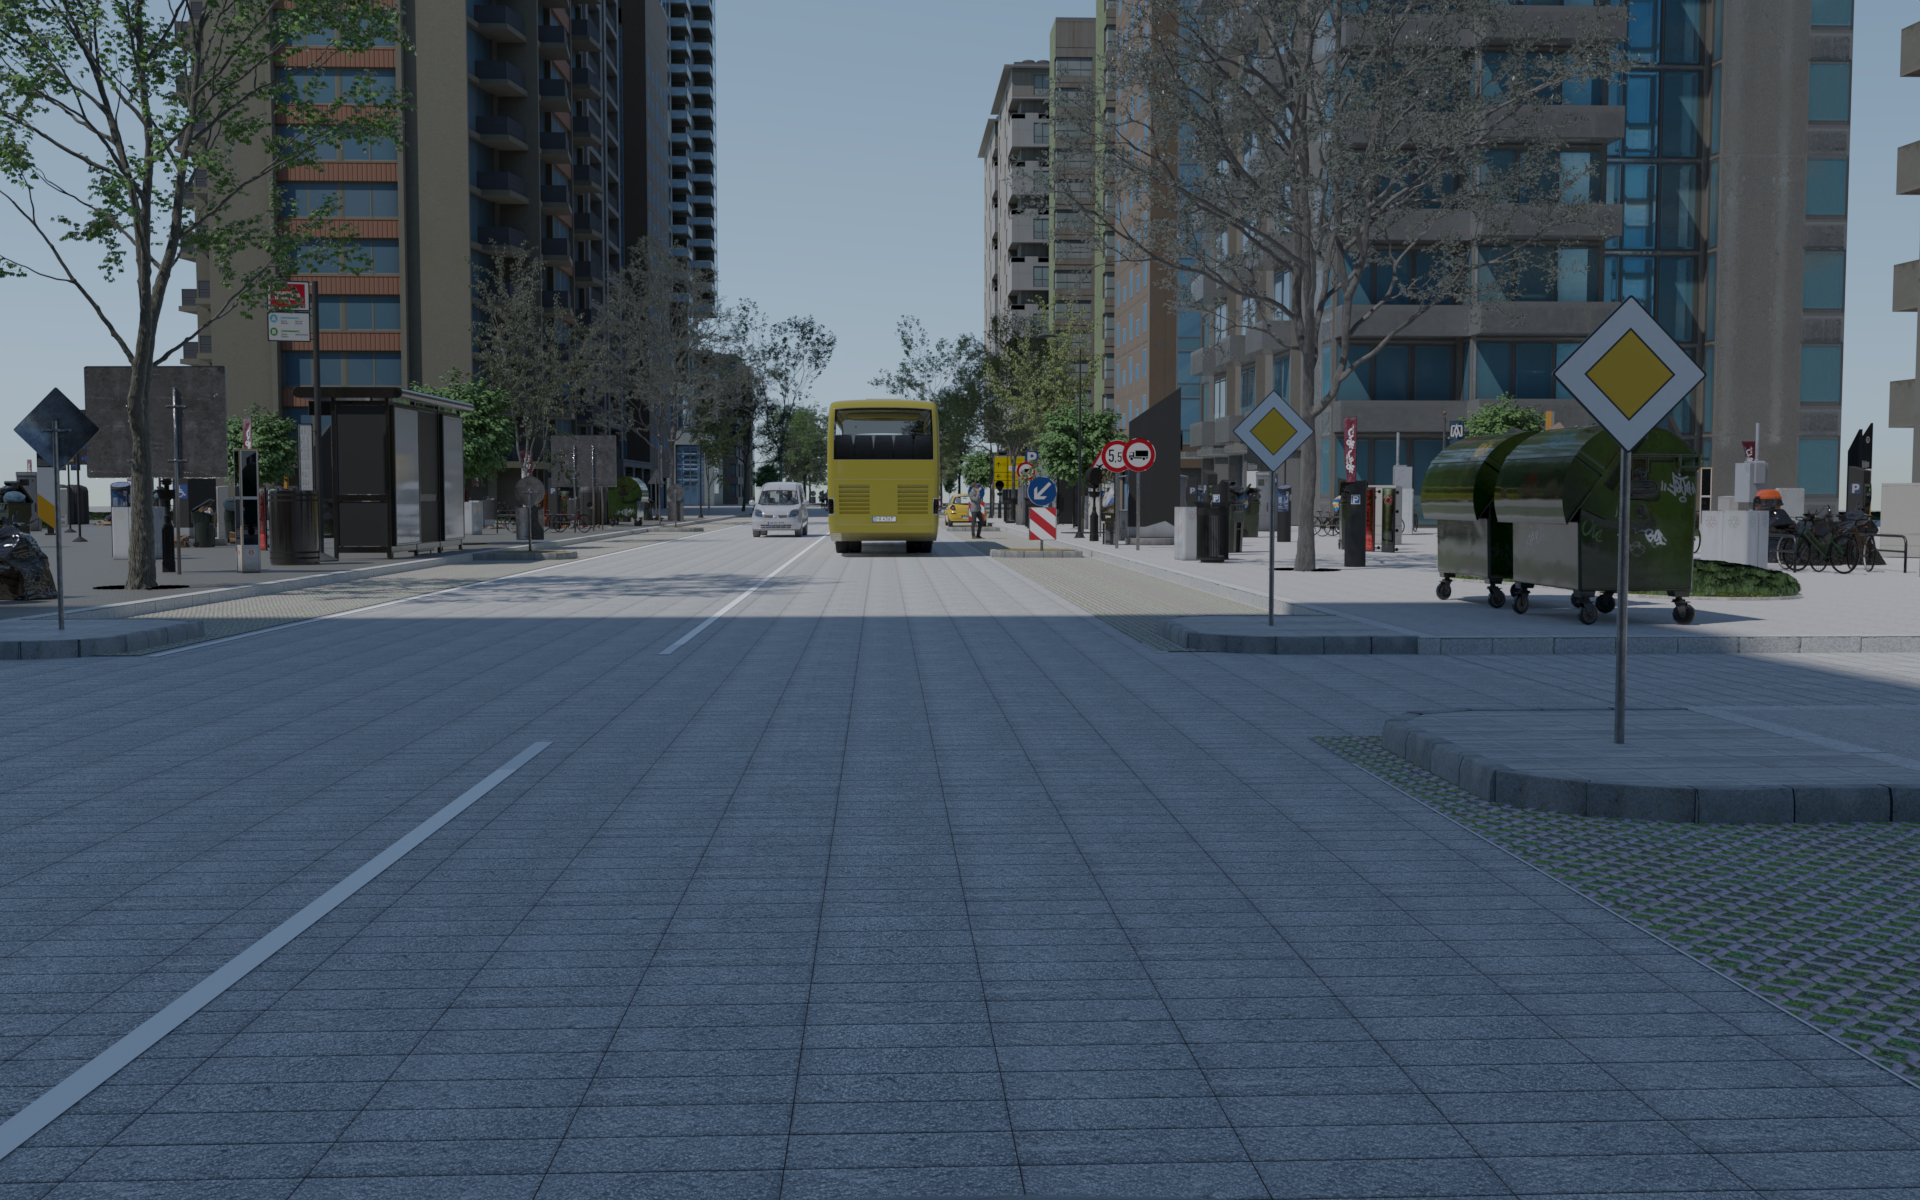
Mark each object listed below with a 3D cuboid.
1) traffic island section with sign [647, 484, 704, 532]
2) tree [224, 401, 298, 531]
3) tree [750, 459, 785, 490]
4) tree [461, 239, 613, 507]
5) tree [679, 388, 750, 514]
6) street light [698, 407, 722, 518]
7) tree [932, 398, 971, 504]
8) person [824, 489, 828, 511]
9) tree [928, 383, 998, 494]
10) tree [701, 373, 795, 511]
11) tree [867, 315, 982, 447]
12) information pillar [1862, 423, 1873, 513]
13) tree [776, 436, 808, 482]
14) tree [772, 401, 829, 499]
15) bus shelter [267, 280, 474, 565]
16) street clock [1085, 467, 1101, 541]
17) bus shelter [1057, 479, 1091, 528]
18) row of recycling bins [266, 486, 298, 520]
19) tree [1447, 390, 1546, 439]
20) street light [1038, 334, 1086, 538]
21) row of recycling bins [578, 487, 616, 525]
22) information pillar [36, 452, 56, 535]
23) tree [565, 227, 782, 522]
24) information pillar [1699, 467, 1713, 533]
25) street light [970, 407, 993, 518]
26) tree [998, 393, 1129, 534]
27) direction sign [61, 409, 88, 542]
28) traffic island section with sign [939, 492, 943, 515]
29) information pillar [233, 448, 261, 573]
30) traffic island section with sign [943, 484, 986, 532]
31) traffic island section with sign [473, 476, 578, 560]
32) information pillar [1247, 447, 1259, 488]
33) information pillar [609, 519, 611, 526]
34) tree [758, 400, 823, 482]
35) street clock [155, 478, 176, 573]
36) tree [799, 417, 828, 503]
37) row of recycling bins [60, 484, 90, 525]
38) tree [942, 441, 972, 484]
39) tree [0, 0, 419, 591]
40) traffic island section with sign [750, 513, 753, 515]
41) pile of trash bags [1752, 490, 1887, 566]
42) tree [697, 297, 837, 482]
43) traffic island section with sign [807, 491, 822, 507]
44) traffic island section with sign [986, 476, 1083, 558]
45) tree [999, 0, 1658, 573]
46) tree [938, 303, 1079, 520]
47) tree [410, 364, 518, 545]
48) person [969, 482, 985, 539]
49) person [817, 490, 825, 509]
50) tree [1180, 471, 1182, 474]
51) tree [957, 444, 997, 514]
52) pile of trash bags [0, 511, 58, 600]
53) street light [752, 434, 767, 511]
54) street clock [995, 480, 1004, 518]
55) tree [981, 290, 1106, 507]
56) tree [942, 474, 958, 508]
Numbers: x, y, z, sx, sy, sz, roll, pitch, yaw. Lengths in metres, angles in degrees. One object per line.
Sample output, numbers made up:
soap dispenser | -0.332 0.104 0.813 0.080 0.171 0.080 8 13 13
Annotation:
traffic island section with sign | -10.761 -3.488 65.652 1.989 1.847 2.006 0 4 -3
tree | -24.813 -4.743 61.263 4.285 4.588 4.351 0 3 0
tree | -17.677 -10.764 159.711 4.285 4.588 4.351 0 3 0
tree | -12.511 -6.104 50.156 4.360 8.622 3.978 0 3 0
tree | -15.601 -9.691 108.818 4.737 8.622 4.395 0 3 0
street light | -13.370 -7.355 92.800 1.470 5.913 1.316 0 4 -3
tree | -2.371 -17.451 203.453 7.486 12.596 7.792 0 3 0
person | -10.933 -8.308 144.200 0.599 1.838 0.709 -3 5 -43
tree | 0.040 -13.946 153.779 9.928 11.665 9.643 0 3 0
tree | -15.725 -11.843 128.047 7.601 10.594 8.767 0 4 7
tree | -3.902 -20.110 184.682 12.611 20.169 13.585 0 3 0
information pillar | 29.897 -4.022 57.111 0.183 3.616 0.504 0 4 -2
tree | -20.428 -16.021 212.305 4.360 8.622 3.978 0 3 0
tree | -21.385 -20.193 236.809 9.857 13.997 8.962 0 3 0
bus shelter | -12.024 -3.527 35.303 2.179 5.291 8.768 0 4 -3
street clock | 3.640 -2.591 46.937 0.471 2.002 0.358 -2 4 -30
bus shelter | 4.640 -4.724 68.520 1.731 3.624 6.357 0 4 -3
row of recycling bins | -33.757 -4.846 86.337 1.069 1.692 3.534 0 4 4
tree | 17.239 -4.367 55.114 4.285 4.588 4.351 0 3 0
street light | 2.944 -4.755 50.280 1.470 5.913 1.316 0 4 -3
row of recycling bins | -15.115 -3.992 72.375 1.069 1.692 3.534 0 4 2
information pillar | -28.470 -3.829 53.953 0.504 3.616 0.183 -2 4 -29
tree | -13.585 -10.419 80.717 12.009 13.543 11.850 0 3 0
information pillar | 20.663 -2.659 47.971 0.304 2.012 0.304 2 4 27
street light | 1.082 -7.283 91.614 1.470 5.913 1.316 0 4 -3
tree | 3.995 -4.454 56.534 4.285 4.588 4.351 0 3 0
direction sign | -23.677 -3.333 46.498 0.876 3.537 0.379 1 4 16
traffic island section with sign | -1.763 -6.601 116.551 1.989 1.847 2.006 0 4 -3
information pillar | -11.567 -1.444 28.104 0.304 2.012 0.304 -3 5 -40
traffic island section with sign | 0.483 -3.552 66.699 1.989 1.847 2.006 0 4 -3
traffic island section with sign | -9.505 -1.803 38.099 1.989 1.847 2.006 0 4 -3
information pillar | 10.524 -4.330 62.150 0.183 3.616 0.504 -3 5 -44
information pillar | -14.247 -4.850 70.657 0.183 3.616 0.504 0 4 -8
tree | -18.646 -16.161 189.986 9.928 11.665 9.643 0 3 0
street clock | -12.984 -1.456 28.371 0.358 2.002 0.471 -1 4 -19
tree | -22.049 -20.258 249.350 7.486 12.596 7.792 0 3 0
row of recycling bins | -37.868 -4.052 73.356 1.069 1.692 3.534 0 4 -5
tree | -3.186 -18.435 218.420 9.611 12.733 9.660 0 3 0
tree | -10.908 -5.950 23.041 9.928 11.665 9.643 0 3 0
traffic island section with sign | -13.045 -6.589 116.352 1.989 1.847 2.006 0 4 -3
pile of trash bags | 15.790 -1.395 32.561 1.912 1.369 3.447 0 4 0
tree | -18.578 -19.092 168.046 12.611 20.169 13.585 0 3 0
traffic island section with sign | -16.748 -11.615 198.540 1.989 1.847 2.006 0 4 -3
traffic island section with sign | 1.703 -1.892 39.559 1.989 1.847 2.006 0 4 -3
tree | 5.907 -7.224 28.475 12.009 13.543 11.850 0 3 0
tree | 2.427 -9.234 85.389 8.767 10.594 7.601 2 4 35
tree | -12.750 -3.689 44.022 4.285 4.588 4.351 0 3 0
person | 0.537 -2.834 55.017 0.473 1.802 0.592 3 5 39
person | -13.243 -9.739 167.742 1.348 1.823 0.705 2 4 23
tree | 9.076 -5.018 76.645 1.663 3.219 1.824 0 3 0
tree | 1.390 -7.960 113.863 4.285 4.588 4.351 0 3 0
pile of trash bags | -12.343 -0.626 19.986 1.912 1.369 3.447 1 4 16
street light | -15.358 -9.858 133.715 1.470 5.913 1.316 0 4 -3
street clock | 2.095 -5.311 91.405 0.471 2.002 0.358 0 4 6
tree | 3.175 -6.825 61.952 4.737 8.622 4.395 0 3 0
tree | -0.878 -10.422 165.003 1.663 3.219 1.824 0 3 0
